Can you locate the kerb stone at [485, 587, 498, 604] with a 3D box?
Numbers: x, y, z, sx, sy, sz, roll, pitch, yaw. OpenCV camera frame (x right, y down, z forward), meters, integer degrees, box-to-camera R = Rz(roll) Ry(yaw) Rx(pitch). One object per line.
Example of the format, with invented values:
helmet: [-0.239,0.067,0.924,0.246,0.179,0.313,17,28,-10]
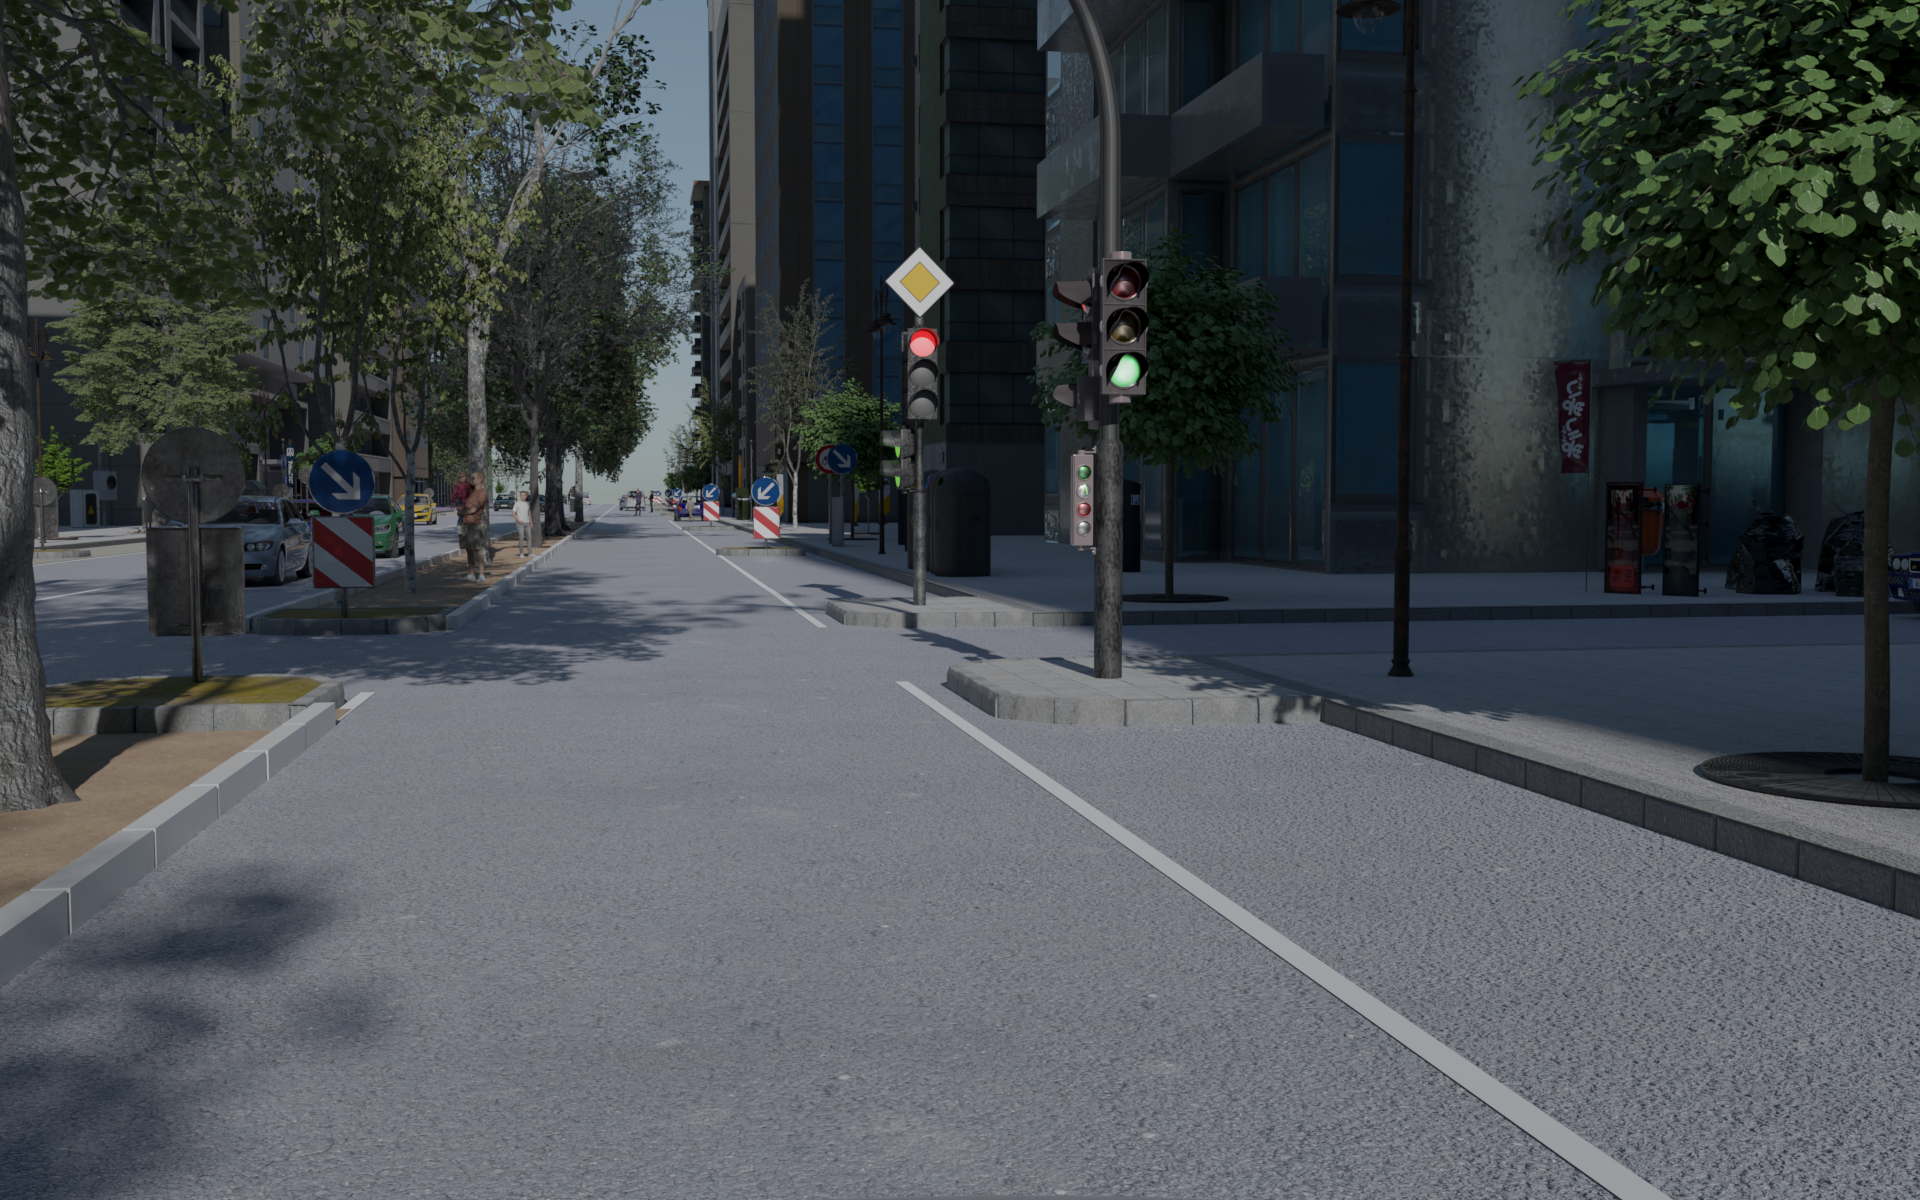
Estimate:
kerb stone: [-6.204,-0.034,22.747,0.120,0.150,1.000,-1,4,-11]

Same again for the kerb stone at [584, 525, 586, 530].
kerb stone: [-14.430,-2.684,66.074,0.120,0.150,1.000,-1,4,-11]

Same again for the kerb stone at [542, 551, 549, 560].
kerb stone: [-8.875,-0.893,36.844,0.120,0.150,1.000,-1,4,-11]

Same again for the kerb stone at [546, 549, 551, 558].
kerb stone: [-9.073,-0.958,37.852,0.120,0.150,1.000,-1,4,-11]

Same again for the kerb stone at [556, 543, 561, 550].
kerb stone: [-10.036,-1.265,42.886,0.120,0.150,1.000,-1,4,-11]

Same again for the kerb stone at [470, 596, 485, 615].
kerb stone: [-5.822,0.093,20.730,0.120,0.150,1.000,-1,4,-11]

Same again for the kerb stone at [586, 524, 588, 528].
kerb stone: [-15.011,-2.860,69.095,0.120,0.150,1.000,-1,4,-11]

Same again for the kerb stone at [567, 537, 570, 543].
kerb stone: [-11.180,-1.636,48.938,0.120,0.150,1.000,-1,4,-11]

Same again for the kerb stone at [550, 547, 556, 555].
kerb stone: [-9.449,-1.081,39.872,0.120,0.150,1.000,-1,4,-11]

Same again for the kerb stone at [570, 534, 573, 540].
kerb stone: [-11.755,-1.818,51.971,0.120,0.150,1.000,-1,4,-11]

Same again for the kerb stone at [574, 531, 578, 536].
kerb stone: [-12.522,-2.067,55.997,0.120,0.150,1.000,-1,4,-11]

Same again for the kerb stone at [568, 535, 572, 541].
kerb stone: [-11.561,-1.760,50.967,0.120,0.150,1.000,-1,4,-11]

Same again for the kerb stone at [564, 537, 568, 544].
kerb stone: [-10.987,-1.574,47.934,0.120,0.150,1.000,-1,4,-11]

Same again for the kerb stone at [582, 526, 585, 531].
kerb stone: [-14.047,-2.558,64.061,0.120,0.150,1.000,-1,4,-11]

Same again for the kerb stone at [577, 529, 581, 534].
kerb stone: [-13.086,-2.252,59.021,0.120,0.150,1.000,-1,4,-11]

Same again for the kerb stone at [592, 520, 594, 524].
kerb stone: [-16.726,-3.418,78.170,0.120,0.150,1.000,-1,4,-11]

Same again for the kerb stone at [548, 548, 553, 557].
kerb stone: [-9.264,-1.017,38.856,0.120,0.150,1.000,-1,4,-11]

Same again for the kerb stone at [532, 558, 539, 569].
kerb stone: [-8.119,-0.649,32.813,0.120,0.150,1.000,-1,4,-11]

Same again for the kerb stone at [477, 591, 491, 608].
kerb stone: [-6.016,0.028,21.733,0.120,0.150,1.000,-1,4,-11]

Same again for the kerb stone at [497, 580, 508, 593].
kerb stone: [-6.589,-0.156,24.754,0.120,0.150,1.000,-1,4,-11]

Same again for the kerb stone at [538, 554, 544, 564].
kerb stone: [-8.500,-0.773,34.829,0.120,0.150,1.000,-1,4,-11]

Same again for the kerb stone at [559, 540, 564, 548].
kerb stone: [-10.410,-1.389,44.910,0.120,0.150,1.000,-1,4,-11]

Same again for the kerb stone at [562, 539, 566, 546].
kerb stone: [-10.595,-1.451,45.925,0.120,0.150,1.000,-1,4,-11]

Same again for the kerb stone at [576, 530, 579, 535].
kerb stone: [-12.709,-2.129,57.004,0.120,0.150,1.000,-1,4,-11]

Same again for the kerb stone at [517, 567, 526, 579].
kerb stone: [-7.351,-0.403,28.785,0.120,0.150,1.000,-1,4,-11]

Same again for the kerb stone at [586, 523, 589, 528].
kerb stone: [-15.196,-2.925,70.111,0.120,0.150,1.000,-1,4,-11]

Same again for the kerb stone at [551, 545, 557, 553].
kerb stone: [-9.648,-1.142,40.876,0.120,0.150,1.000,-1,4,-11]

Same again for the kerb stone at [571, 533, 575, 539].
kerb stone: [-11.947,-1.883,52.979,0.120,0.150,1.000,-1,4,-11]

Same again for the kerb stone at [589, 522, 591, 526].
kerb stone: [-15.766,-3.115,73.124,0.120,0.150,1.000,-1,4,-11]

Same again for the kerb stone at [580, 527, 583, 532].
kerb stone: [-13.664,-2.437,62.033,0.120,0.150,1.000,-1,4,-11]

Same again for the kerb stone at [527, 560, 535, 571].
kerb stone: [-7.933,-0.587,31.805,0.120,0.150,1.000,-1,4,-11]

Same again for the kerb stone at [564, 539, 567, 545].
kerb stone: [-10.800,-1.510,46.927,0.120,0.150,1.000,-1,4,-11]

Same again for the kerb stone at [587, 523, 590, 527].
kerb stone: [-15.381,-2.992,71.116,0.120,0.150,1.000,-1,4,-11]

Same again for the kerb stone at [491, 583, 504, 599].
kerb stone: [-6.387,-0.095,23.752,0.120,0.150,1.000,-1,4,-11]

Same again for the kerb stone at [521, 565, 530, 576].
kerb stone: [-7.542,-0.459,29.799,0.120,0.150,1.000,-1,4,-11]

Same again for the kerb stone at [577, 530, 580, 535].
kerb stone: [-12.898,-2.190,58.010,0.120,0.150,1.000,-1,4,-11]

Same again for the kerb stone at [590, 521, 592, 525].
kerb stone: [-16.151,-3.238,75.133,0.120,0.150,1.000,-1,4,-11]

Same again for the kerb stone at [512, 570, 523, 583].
kerb stone: [-7.150,-0.342,27.782,0.120,0.150,1.000,-1,4,-11]

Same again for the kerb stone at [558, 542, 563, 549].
kerb stone: [-10.221,-1.323,43.899,0.120,0.150,1.000,-1,4,-11]

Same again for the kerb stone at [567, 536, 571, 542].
kerb stone: [-11.372,-1.698,49.954,0.120,0.150,1.000,-1,4,-11]

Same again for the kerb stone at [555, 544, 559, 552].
kerb stone: [-9.836,-1.204,41.881,0.120,0.150,1.000,-1,4,-11]

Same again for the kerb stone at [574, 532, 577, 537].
kerb stone: [-12.329,-2.003,54.989,0.120,0.150,1.000,-1,4,-11]

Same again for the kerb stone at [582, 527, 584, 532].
kerb stone: [-13.856,-2.499,63.046,0.120,0.150,1.000,-1,4,-11]

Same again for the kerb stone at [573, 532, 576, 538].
kerb stone: [-12.137,-1.944,53.985,0.120,0.150,1.000,-1,4,-11]

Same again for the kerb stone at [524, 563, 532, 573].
kerb stone: [-7.741,-0.526,30.801,0.120,0.150,1.000,-1,4,-11]

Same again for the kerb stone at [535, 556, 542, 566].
kerb stone: [-8.309,-0.711,33.818,0.120,0.150,1.000,-1,4,-11]

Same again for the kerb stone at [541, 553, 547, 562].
kerb stone: [-8.691,-0.832,35.839,0.120,0.150,1.000,-1,4,-11]

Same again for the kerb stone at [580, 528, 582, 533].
kerb stone: [-13.473,-2.373,61.028,0.120,0.150,1.000,-1,4,-11]

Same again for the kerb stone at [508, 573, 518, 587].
kerb stone: [-6.968,-0.280,26.770,0.120,0.150,1.000,-1,4,-11]

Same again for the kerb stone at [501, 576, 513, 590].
kerb stone: [-6.777,-0.218,25.759,0.120,0.150,1.000,-1,4,-11]

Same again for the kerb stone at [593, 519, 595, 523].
kerb stone: [-17.299,-3.608,81.187,0.120,0.150,1.000,-1,4,-11]
